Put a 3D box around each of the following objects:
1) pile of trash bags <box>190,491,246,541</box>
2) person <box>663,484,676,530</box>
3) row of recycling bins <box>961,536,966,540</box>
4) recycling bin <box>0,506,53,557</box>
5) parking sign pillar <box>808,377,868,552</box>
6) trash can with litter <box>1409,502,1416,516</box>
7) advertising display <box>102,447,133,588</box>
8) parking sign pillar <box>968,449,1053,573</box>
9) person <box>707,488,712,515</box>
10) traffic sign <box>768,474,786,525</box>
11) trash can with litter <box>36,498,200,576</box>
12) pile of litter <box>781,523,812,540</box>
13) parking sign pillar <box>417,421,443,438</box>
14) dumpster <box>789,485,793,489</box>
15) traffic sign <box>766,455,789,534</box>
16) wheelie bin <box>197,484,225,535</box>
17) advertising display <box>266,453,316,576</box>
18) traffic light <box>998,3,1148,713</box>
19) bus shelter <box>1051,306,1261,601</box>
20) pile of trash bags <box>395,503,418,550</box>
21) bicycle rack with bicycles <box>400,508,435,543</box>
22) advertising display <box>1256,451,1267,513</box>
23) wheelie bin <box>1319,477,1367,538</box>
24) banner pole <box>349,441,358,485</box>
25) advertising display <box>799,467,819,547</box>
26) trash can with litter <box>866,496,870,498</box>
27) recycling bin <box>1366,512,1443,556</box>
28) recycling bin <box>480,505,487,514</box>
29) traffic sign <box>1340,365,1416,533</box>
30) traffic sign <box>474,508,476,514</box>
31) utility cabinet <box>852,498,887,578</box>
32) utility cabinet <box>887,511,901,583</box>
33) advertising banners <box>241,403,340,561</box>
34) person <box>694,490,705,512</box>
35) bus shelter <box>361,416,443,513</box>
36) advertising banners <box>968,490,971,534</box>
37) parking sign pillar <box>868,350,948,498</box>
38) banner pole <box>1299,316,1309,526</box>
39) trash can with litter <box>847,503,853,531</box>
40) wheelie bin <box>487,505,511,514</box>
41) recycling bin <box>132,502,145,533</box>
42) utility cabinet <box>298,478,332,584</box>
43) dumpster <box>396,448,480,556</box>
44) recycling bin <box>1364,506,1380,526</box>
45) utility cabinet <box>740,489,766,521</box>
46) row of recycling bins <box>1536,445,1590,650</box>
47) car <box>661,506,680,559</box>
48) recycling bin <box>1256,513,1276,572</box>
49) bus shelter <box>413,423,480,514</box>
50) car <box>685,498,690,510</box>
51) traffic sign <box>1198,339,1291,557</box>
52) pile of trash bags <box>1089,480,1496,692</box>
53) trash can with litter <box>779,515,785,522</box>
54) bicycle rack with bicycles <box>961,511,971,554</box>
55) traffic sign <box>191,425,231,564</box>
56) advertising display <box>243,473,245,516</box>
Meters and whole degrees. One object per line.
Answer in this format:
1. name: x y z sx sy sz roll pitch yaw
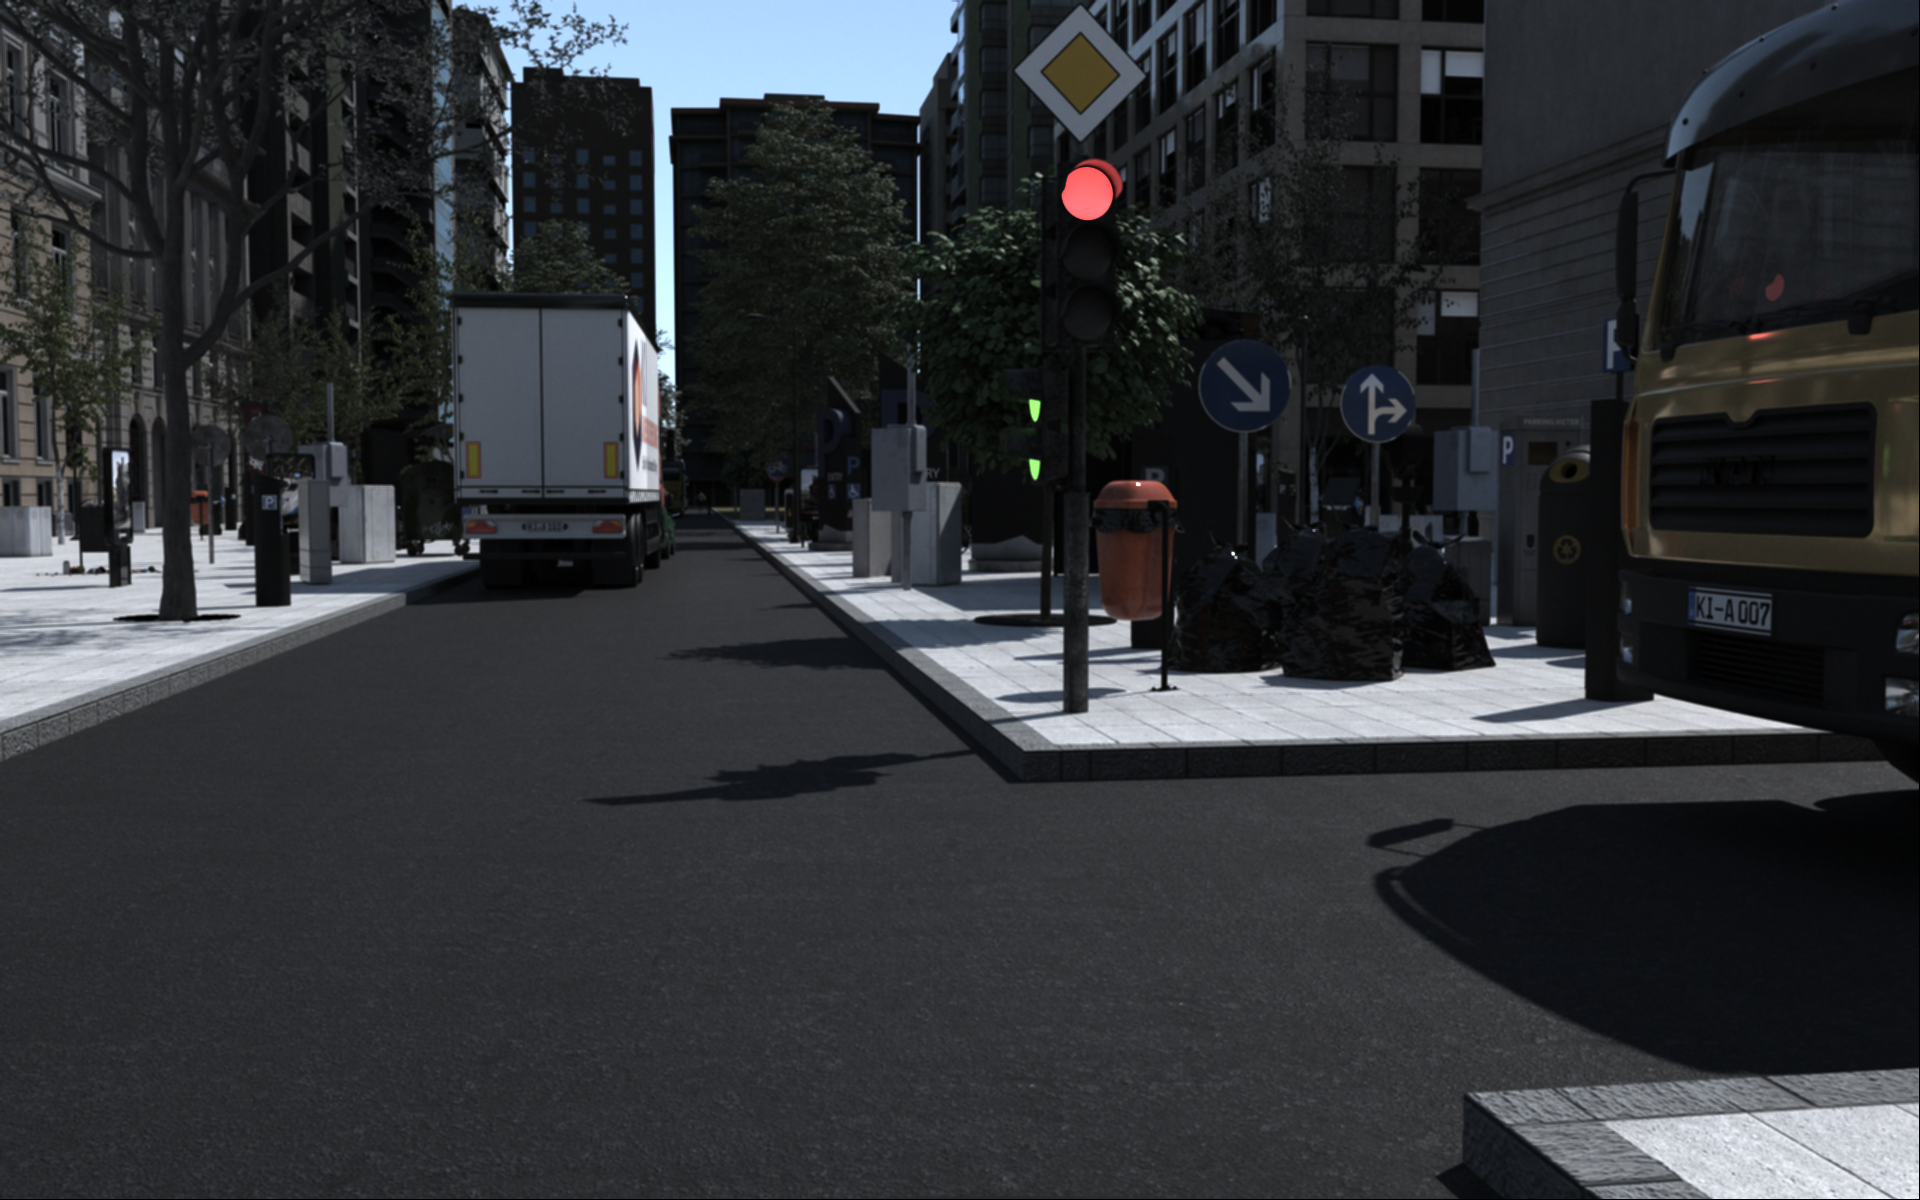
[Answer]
1. pile of trash bags: -19.719 -2.367 48.456 3.447 1.369 1.912 -2 4 -28
2. person: -11.558 -3.627 67.762 0.822 1.834 0.622 1 4 9
3. row of recycling bins: -1.141 -2.591 49.468 1.069 1.692 3.534 -3 5 -41
4. recycling bin: -19.172 -1.405 35.525 0.722 1.027 0.722 1 4 10
5. parking sign pillar: -2.729 -3.104 39.230 1.447 3.967 1.447 -2 4 -33
6. trash can with litter: 13.420 -2.434 50.848 1.678 1.210 2.233 2 4 25
7. advertising display: -11.693 -1.153 24.068 0.123 1.923 0.974 -1 4 -11
8. parking sign pillar: 0.862 -2.471 28.870 1.447 3.967 1.447 1 4 22
9. person: -17.326 -6.818 120.002 0.705 1.821 1.348 -1 4 -10
10. traffic sign: -7.555 -4.371 71.564 0.768 2.556 0.104 0 4 -1
11. trash can with litter: -13.538 -1.034 27.962 2.233 1.210 1.678 -1 4 -12
12. pile of litter: -4.331 -2.122 48.654 1.719 0.858 1.176 -3 4 -36
13. parking sign pillar: -19.623 -4.600 63.688 1.447 3.967 1.447 -1 4 -10
14. dumpster: -7.541 -4.692 82.474 1.264 1.857 1.865 -1 4 -9
15. traffic sign: -5.888 -3.414 55.919 0.768 2.556 0.104 0 4 -7
16. wheelie bin: -23.477 -2.824 54.084 0.980 1.594 0.693 -2 4 -29
17. advertising display: -10.534 -1.352 27.318 0.123 1.923 0.974 1 4 20
18. traffic light: 0.663 -1.295 10.094 0.839 4.253 0.868 -1 4 -9
19. bus shelter: 2.393 -1.995 23.903 1.731 3.624 6.357 -1 4 -9
20. pile of trash bags: -13.687 -1.813 39.392 1.912 1.369 3.447 0 4 3
21. bicycle rack with bicycles: -15.125 -1.987 45.869 2.925 0.926 2.852 1 4 9
22. advertising display: 4.147 -1.256 25.745 0.974 1.923 0.123 -2 4 -32
23. wheelie bin: 7.268 -1.526 32.866 0.980 1.594 0.693 3 4 39
24. banner pole: -28.470 -5.578 81.224 0.863 3.779 0.401 3 4 39
25. advertising display: -3.379 -2.229 41.663 0.974 1.923 0.123 1 4 10
26. trash can with litter: -2.799 -2.583 53.296 1.678 1.210 2.233 -2 4 -28
27. recycling bin: 5.342 -0.501 20.745 0.722 1.027 0.722 2 4 28
28. recycling bin: -17.828 -3.166 64.312 0.722 1.027 0.722 0 4 3
29. traffic sign: 4.115 -1.044 17.173 0.768 2.556 0.104 0 4 -6
30. traffic sign: -13.703 -2.917 48.885 0.795 2.450 0.064 0 4 -8
31. utility cabinet: -1.342 -0.969 27.002 0.306 1.237 1.020 1 4 22
32. utility cabinet: -0.524 -0.870 25.380 1.020 1.237 0.306 -3 4 -37
33. advertising banners: -12.801 -2.270 33.302 2.074 3.025 0.090 0 4 7
34. person: -21.104 -8.030 140.572 1.217 1.735 0.721 2 4 34
35. bus shelter: -17.477 -3.883 54.763 1.731 3.624 6.357 -1 4 -9
36. advertising banners: 0.883 -3.653 55.915 2.074 3.025 0.090 -2 4 -34
37. parking sign pillar: -0.874 -2.683 32.346 1.447 3.967 1.447 0 4 3
38. banner pole: 4.885 -2.120 24.682 0.401 3.779 0.863 1 4 11
39. trash can with litter: -2.139 -1.596 37.485 0.624 1.170 1.055 0 4 -5
40. wheelie bin: -15.397 -3.047 57.719 0.980 1.594 0.693 1 4 11
41. recycling bin: -27.487 -2.749 57.506 0.722 1.027 0.722 -2 4 -29
42. utility cabinet: -9.276 -0.993 24.922 0.318 1.500 1.173 -2 4 -27
43. dumpster: -10.959 -2.075 36.426 1.502 2.255 1.985 -1 4 -9
44. recycling bin: 8.735 -1.551 37.920 0.722 1.027 0.722 0 4 -6
45. utility cabinet: -9.853 -4.502 82.281 1.173 1.500 0.318 0 4 3
46. row of recycling bins: 5.654 -0.379 13.312 1.069 1.692 3.534 -1 4 -13
47. car: -7.473 -1.692 39.462 2.131 1.459 4.920 0 4 -7
48. recycling bin: 3.803 -0.659 23.322 0.722 1.027 0.722 0 4 -6
49. bus shelter: -15.018 -3.571 52.304 2.014 3.302 5.546 -1 4 -9
50. car: -25.565 -8.873 156.865 2.131 1.459 4.920 -1 4 -9
51. traffic sign: 2.338 -0.870 14.327 0.768 2.556 0.104 0 4 -2
52. pile of trash bags: 2.231 -0.162 12.402 3.447 1.369 1.912 -3 5 -42
53. trash can with litter: -7.949 -4.232 80.585 1.055 1.170 0.624 1 4 13
54. bicycle rack with bicycles: 0.910 -1.477 37.531 2.852 0.926 2.925 -2 4 -31
55. traffic sign: -13.793 -1.942 31.853 0.768 2.556 0.104 0 4 -4
56. advertising display: -20.714 -2.818 51.287 0.974 1.923 0.123 0 4 2
